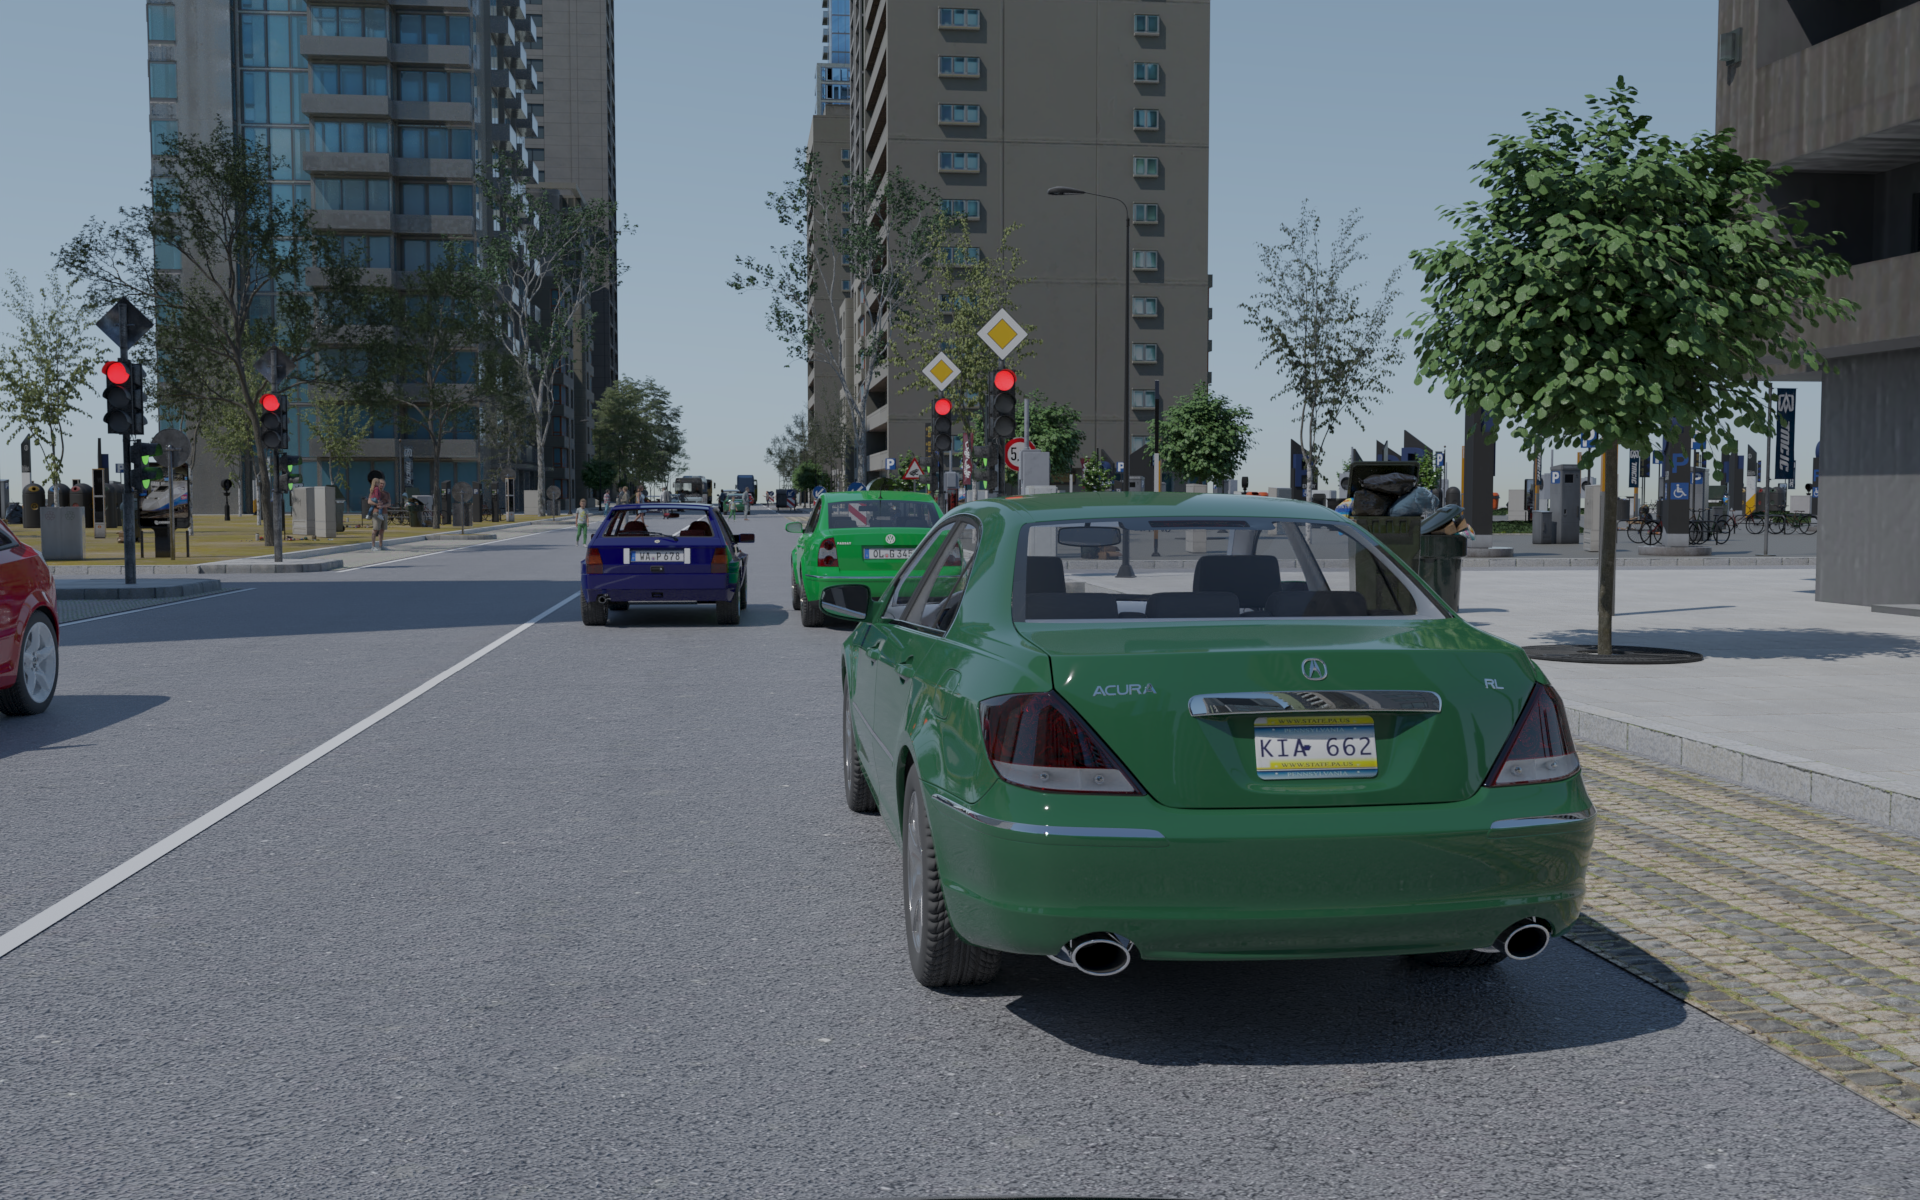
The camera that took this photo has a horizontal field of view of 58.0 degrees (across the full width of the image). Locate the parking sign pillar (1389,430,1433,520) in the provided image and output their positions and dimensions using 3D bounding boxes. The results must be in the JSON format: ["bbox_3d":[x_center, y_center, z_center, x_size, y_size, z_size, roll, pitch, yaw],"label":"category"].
[{"bbox_3d":[19.005,-5.117,72.142,1.447,3.967,1.447,3,5,44],"label":"parking sign pillar"}]

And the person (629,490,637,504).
[{"bbox_3d":[-22.529,-6.805,120.486,0.721,1.735,1.217,3,5,43],"label":"person"}]

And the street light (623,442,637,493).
[{"bbox_3d":[-29.821,-11.135,154.597,1.470,5.913,1.316,0,4,-7],"label":"street light"}]

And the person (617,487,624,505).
[{"bbox_3d":[-19.582,-5.617,100.309,0.822,1.834,0.622,-3,4,-37],"label":"person"}]

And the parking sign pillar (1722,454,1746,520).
[{"bbox_3d":[39.001,-6.030,87.070,1.447,3.967,1.447,1,4,13],"label":"parking sign pillar"}]

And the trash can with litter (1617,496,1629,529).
[{"bbox_3d":[23.281,-3.117,62.019,2.233,1.210,1.678,0,4,5],"label":"trash can with litter"}]

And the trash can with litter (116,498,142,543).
[{"bbox_3d":[-21.761,-2.086,45.488,0.624,1.170,1.055,-1,4,-12],"label":"trash can with litter"}]

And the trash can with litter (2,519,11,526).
[{"bbox_3d":[-38.477,-3.529,69.085,1.055,1.170,0.624,-1,4,-22],"label":"trash can with litter"}]

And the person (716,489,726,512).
[{"bbox_3d":[-18.593,-7.754,135.266,0.705,1.826,1.348,1,4,23],"label":"person"}]

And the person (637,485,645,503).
[{"bbox_3d":[-14.033,-4.115,75.866,0.778,1.811,0.616,1,4,8],"label":"person"}]

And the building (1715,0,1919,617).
[{"bbox_3d":[15.870,-15.036,17.534,14.160,30.474,14.107,0,4,-7],"label":"building"}]

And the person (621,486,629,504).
[{"bbox_3d":[-14.344,-3.980,74.114,0.362,1.759,0.519,0,4,2],"label":"person"}]

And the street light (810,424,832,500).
[{"bbox_3d":[-9.107,-8.725,115.198,1.470,5.913,1.316,0,4,-7],"label":"street light"}]

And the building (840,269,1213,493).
[{"bbox_3d":[4.326,-18.592,149.016,27.650,21.520,28.899,0,4,-7],"label":"building"}]

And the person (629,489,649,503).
[{"bbox_3d":[-20.343,-6.191,109.810,1.348,1.812,0.705,0,4,4],"label":"person"}]

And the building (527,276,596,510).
[{"bbox_3d":[-47.052,-18.670,150.293,27.650,21.520,28.899,0,4,-7],"label":"building"}]

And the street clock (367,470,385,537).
[{"bbox_3d":[-17.589,-2.915,52.223,0.471,2.002,0.358,0,4,-4],"label":"street clock"}]

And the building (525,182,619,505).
[{"bbox_3d":[-56.115,-31.217,202.278,32.217,40.220,23.993,0,4,-7],"label":"building"}]

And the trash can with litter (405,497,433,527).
[{"bbox_3d":[-20.852,-3.395,66.900,0.624,1.170,1.055,2,4,32],"label":"trash can with litter"}]

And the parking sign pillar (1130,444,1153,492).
[{"bbox_3d":[8.515,-5.630,80.515,1.447,3.967,1.447,0,4,2],"label":"parking sign pillar"}]

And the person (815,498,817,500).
[{"bbox_3d":[-8.079,-5.189,97.610,0.475,1.303,0.640,-2,4,-24],"label":"person"}]

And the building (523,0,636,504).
[{"bbox_3d":[-52.876,-48.069,224.177,20.563,71.187,20.611,0,4,-7],"label":"building"}]

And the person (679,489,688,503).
[{"bbox_3d":[-21.994,-7.893,137.559,0.705,1.824,1.348,1,4,19],"label":"person"}]

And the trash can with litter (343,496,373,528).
[{"bbox_3d":[-22.909,-3.362,66.031,2.233,1.210,1.678,0,4,-2],"label":"trash can with litter"}]

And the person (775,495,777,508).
[{"bbox_3d":[-18.692,-10.298,177.816,0.756,1.711,0.436,-3,4,-37],"label":"person"}]

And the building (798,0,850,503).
[{"bbox_3d":[-12.103,-57.451,251.995,22.319,86.520,31.000,0,4,-7],"label":"building"}]

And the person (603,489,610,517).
[{"bbox_3d":[-21.937,-6.003,107.485,0.643,1.720,0.563,-2,4,-35],"label":"person"}]

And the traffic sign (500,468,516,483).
[{"bbox_3d":[-21.782,-5.100,83.499,0.768,2.556,0.104,0,4,-3],"label":"traffic sign"}]

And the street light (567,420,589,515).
[{"bbox_3d":[-23.875,-8.306,108.349,1.470,5.913,1.316,0,4,-7],"label":"street light"}]

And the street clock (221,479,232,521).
[{"bbox_3d":[-35.142,-4.798,83.020,0.358,2.002,0.471,2,4,32],"label":"street clock"}]

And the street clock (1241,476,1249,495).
[{"bbox_3d":[11.714,-4.077,71.226,0.358,2.002,0.471,1,4,19],"label":"street clock"}]

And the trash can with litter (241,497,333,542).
[{"bbox_3d":[-18.477,-2.239,47.662,2.233,1.210,1.678,0,4,-6],"label":"trash can with litter"}]

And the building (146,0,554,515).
[{"bbox_3d":[-41.576,-30.622,120.286,23.786,49.044,30.456,0,4,-7],"label":"building"}]

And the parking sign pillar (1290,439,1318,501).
[{"bbox_3d":[16.779,-5.870,84.448,1.447,3.967,1.447,-1,4,-15],"label":"parking sign pillar"}]

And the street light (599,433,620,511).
[{"bbox_3d":[-26.777,-9.725,131.550,1.470,5.913,1.316,0,4,-7],"label":"street light"}]

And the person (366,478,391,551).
[{"bbox_3d":[-14.599,-2.141,43.476,0.573,1.828,0.580,0,4,-5],"label":"person"}]

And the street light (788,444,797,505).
[{"bbox_3d":[-15.079,-11.575,161.793,1.470,5.913,1.316,0,4,-7],"label":"street light"}]

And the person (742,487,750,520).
[{"bbox_3d":[-11.661,-5.256,94.542,0.391,1.810,0.635,0,4,2],"label":"person"}]

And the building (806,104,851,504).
[{"bbox_3d":[-7.720,-36.040,212.961,21.300,48.544,21.600,0,4,-7],"label":"building"}]

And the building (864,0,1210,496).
[{"bbox_3d":[4.653,-30.474,121.947,21.300,48.544,21.600,0,4,-7],"label":"building"}]

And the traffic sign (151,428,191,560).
[{"bbox_3d":[-15.279,-2.045,33.546,0.768,2.556,0.104,0,4,-3],"label":"traffic sign"}]

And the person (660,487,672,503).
[{"bbox_3d":[-16.630,-5.465,97.954,0.679,1.850,0.850,-1,4,-18],"label":"person"}]

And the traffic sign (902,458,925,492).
[{"bbox_3d":[-1.612,-3.772,61.677,0.884,2.594,0.081,0,4,1],"label":"traffic sign"}]

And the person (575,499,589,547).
[{"bbox_3d":[-10.205,-2.079,46.741,0.306,1.304,0.590,-2,4,-35],"label":"person"}]

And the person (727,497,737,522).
[{"bbox_3d":[-11.807,-4.711,89.773,0.590,1.304,0.306,2,4,35],"label":"person"}]

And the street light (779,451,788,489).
[{"bbox_3d":[-19.506,-13.741,197.208,1.470,5.913,1.316,0,4,-7],"label":"street light"}]

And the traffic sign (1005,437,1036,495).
[{"bbox_3d":[1.345,-2.375,38.935,0.768,2.556,0.104,0,4,2],"label":"traffic sign"}]

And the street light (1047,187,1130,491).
[{"bbox_3d":[2.014,-3.295,26.408,1.470,5.913,1.316,0,4,-7],"label":"street light"}]

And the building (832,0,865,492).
[{"bbox_3d":[-2.232,-44.852,171.579,20.563,71.187,20.611,0,4,-7],"label":"building"}]

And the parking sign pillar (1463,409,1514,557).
[{"bbox_3d":[10.670,-2.884,35.624,1.447,3.967,1.447,1,4,8],"label":"parking sign pillar"}]

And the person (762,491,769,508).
[{"bbox_3d":[-20.199,-10.467,180.160,0.750,1.759,0.617,0,4,-1],"label":"person"}]

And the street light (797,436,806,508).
[{"bbox_3d":[-12.064,-10.150,138.494,1.470,5.913,1.316,0,4,-7],"label":"street light"}]

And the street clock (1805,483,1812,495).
[{"bbox_3d":[56.635,-6.790,115.583,0.358,2.002,0.471,-1,4,-21],"label":"street clock"}]

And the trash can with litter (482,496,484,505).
[{"bbox_3d":[-29.048,-5.761,105.257,1.678,1.210,2.233,-3,5,-45],"label":"trash can with litter"}]

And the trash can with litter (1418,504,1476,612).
[{"bbox_3d":[4.939,-0.441,18.601,1.055,1.170,0.624,-1,4,-11],"label":"trash can with litter"}]

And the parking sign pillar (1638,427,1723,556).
[{"bbox_3d":[15.063,-2.930,36.380,1.447,3.967,1.447,1,4,17],"label":"parking sign pillar"}]

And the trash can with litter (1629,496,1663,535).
[{"bbox_3d":[22.507,-2.698,55.176,1.678,1.210,2.233,2,4,32],"label":"trash can with litter"}]

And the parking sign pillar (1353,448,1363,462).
[{"bbox_3d":[23.801,-6.994,102.830,1.447,3.967,1.447,3,4,39],"label":"parking sign pillar"}]
